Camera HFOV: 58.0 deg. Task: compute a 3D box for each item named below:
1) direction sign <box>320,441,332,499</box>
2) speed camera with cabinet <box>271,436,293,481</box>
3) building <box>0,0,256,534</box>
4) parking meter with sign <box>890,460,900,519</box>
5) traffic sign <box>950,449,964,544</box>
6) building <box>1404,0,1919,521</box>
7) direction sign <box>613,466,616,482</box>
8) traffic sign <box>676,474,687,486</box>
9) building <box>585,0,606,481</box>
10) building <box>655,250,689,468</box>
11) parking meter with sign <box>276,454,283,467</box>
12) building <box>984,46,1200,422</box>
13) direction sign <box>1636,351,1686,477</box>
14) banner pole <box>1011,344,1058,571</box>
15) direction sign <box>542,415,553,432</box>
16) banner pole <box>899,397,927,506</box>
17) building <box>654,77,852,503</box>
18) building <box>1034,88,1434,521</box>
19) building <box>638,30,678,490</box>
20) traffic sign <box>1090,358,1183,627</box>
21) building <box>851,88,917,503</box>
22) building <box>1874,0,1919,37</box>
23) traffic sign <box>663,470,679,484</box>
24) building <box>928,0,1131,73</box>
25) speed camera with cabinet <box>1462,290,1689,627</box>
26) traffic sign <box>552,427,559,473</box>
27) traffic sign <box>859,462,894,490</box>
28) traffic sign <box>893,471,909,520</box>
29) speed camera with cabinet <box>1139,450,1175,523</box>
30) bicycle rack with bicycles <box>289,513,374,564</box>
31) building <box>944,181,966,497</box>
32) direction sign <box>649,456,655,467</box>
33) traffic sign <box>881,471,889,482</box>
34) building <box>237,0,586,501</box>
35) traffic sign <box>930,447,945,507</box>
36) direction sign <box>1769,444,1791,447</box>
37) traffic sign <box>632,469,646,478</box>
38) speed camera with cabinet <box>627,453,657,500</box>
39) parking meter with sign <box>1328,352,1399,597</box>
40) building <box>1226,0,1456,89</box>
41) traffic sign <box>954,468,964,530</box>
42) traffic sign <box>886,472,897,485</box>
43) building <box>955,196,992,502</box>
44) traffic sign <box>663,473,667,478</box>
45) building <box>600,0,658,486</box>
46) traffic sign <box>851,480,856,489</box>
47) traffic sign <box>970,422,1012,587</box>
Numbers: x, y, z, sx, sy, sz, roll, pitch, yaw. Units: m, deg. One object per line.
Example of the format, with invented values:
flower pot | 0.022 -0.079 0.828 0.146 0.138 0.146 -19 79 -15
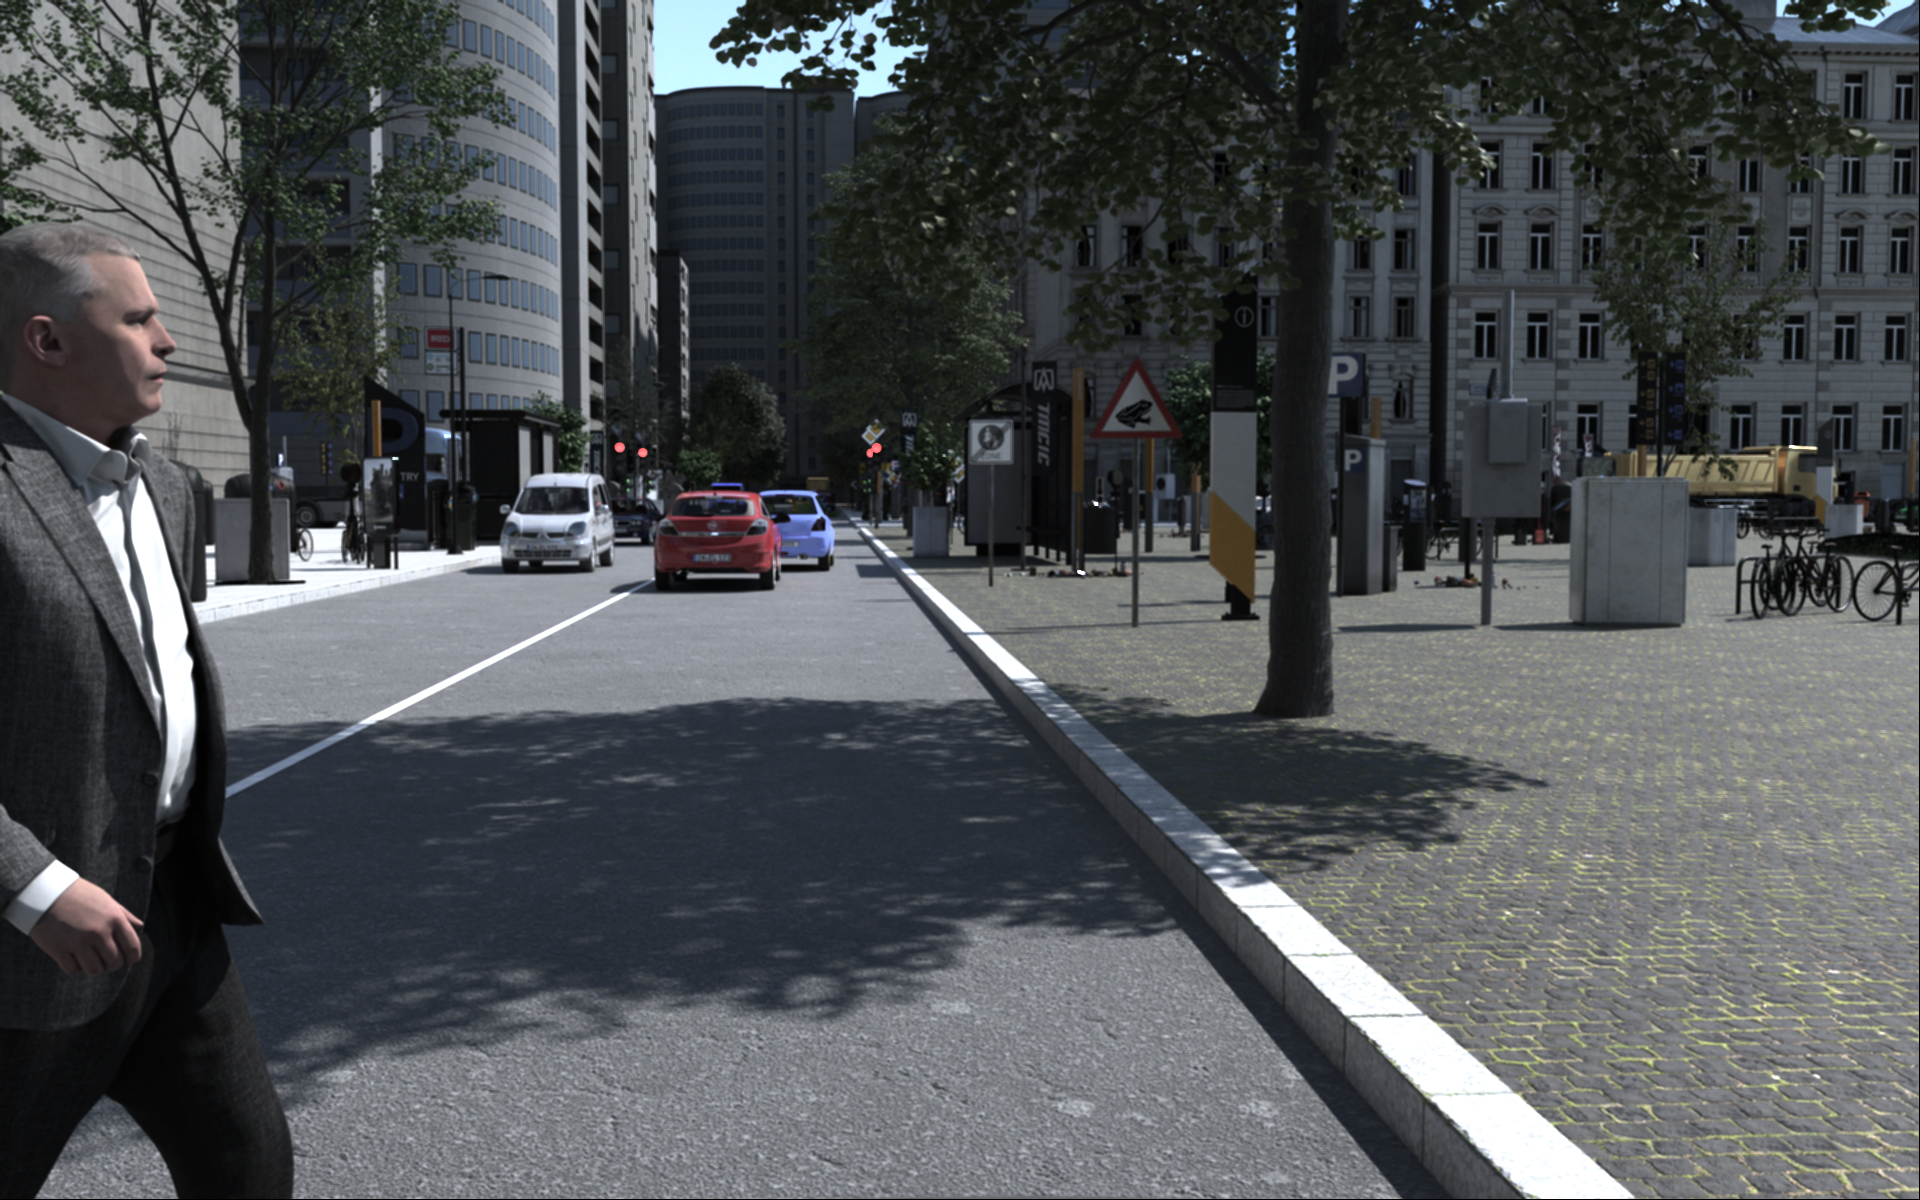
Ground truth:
direction sign | -27.120 -5.027 74.194 0.379 3.537 0.876 1 4 10
speed camera with cabinet | -23.790 -3.988 59.542 2.038 3.252 0.660 2 4 34
building | -42.772 -16.330 43.414 44.131 29.872 17.030 0 4 -4
parking meter with sign | -3.295 -5.627 88.264 0.543 3.016 1.738 0 4 -1
traffic sign | -0.218 -2.629 44.166 0.795 2.450 0.064 0 4 1
building | 34.634 -17.777 87.910 25.104 27.353 12.463 0 4 -4
direction sign | -28.296 -9.168 141.886 0.379 3.537 0.876 -2 4 -27
traffic sign | -17.371 -6.576 107.624 0.768 2.556 0.104 0 4 3
building | -39.056 -30.995 130.478 21.300 48.544 21.600 0 4 -4
building | -39.372 -26.518 205.270 14.107 30.474 14.160 0 4 -4
parking meter with sign | -30.103 -4.794 74.647 1.738 3.016 0.543 0 4 0
building | 9.187 -19.804 111.185 14.401 28.519 23.554 0 4 -4
direction sign | 11.177 -2.183 27.682 0.876 3.537 0.379 -1 4 -17
banner pole | 1.255 -2.372 28.807 0.863 3.779 0.401 2 4 30
direction sign | -11.897 -3.532 49.744 0.379 3.537 0.876 1 4 13
banner pole | -1.143 -3.339 44.613 0.863 3.779 0.401 -1 4 -17
building | -29.220 -43.143 247.391 28.212 58.520 21.231 0 4 -4
building | 13.009 -14.449 85.385 18.267 20.994 9.793 0 4 -4
building | -40.536 -45.460 181.528 20.563 71.187 20.611 0 4 -4
traffic sign | 1.688 -1.017 16.632 0.884 2.594 0.081 0 4 2
building | -0.842 -43.231 248.823 28.212 58.520 21.231 0 4 -4
building | 57.135 -18.609 90.169 20.117 28.700 13.634 0 4 -4
traffic sign | -15.205 -5.557 90.853 0.884 2.594 0.081 0 4 2
building | 7.179 -38.874 177.595 21.231 58.520 28.212 0 4 -4
speed camera with cabinet | 6.019 -1.386 16.989 2.038 3.252 0.660 0 4 7
traffic sign | -12.832 -3.471 50.621 2.265 3.308 0.079 0 4 3
traffic sign | -5.334 -7.170 111.104 2.265 3.308 0.079 0 4 -4
traffic sign | -2.934 -5.339 87.292 0.884 2.594 0.081 0 4 -4
speed camera with cabinet | 8.694 -5.081 77.403 0.660 3.252 2.038 -3 4 -38
bicycle rack with bicycles | -11.860 -1.178 32.650 2.852 0.926 2.925 0 4 -4
building | 5.440 -23.542 156.615 14.160 30.474 14.107 0 4 -4
direction sign | -18.581 -6.874 104.379 0.379 3.537 0.876 -2 4 -34
traffic sign | -4.244 -5.838 95.554 0.768 2.556 0.104 0 4 0
building | -32.496 -33.643 92.067 21.231 58.520 28.212 0 4 -4
traffic sign | -0.705 -2.587 42.397 0.768 2.556 0.104 0 4 5
direction sign | 37.122 -5.304 78.721 0.876 3.537 0.379 -1 4 -12
traffic sign | -16.005 -5.280 86.436 0.768 2.556 0.104 0 4 -3
speed camera with cabinet | -15.455 -5.485 84.011 0.660 3.252 2.038 1 4 18
parking meter with sign | 5.165 -1.586 22.186 0.543 3.016 1.738 2 4 31
building | 45.580 -54.670 206.518 31.000 86.520 22.319 0 4 -4
traffic sign | -0.064 -3.683 61.401 0.795 2.450 0.064 0 4 2
traffic sign | -3.417 -5.413 89.694 0.795 2.450 0.064 0 4 -1
building | 6.196 -20.698 135.670 12.463 27.353 25.104 0 4 -4
traffic sign | -17.624 -6.266 102.547 0.768 2.556 0.104 0 4 2
building | -42.217 -34.767 157.682 28.713 52.752 27.495 0 4 -4
traffic sign | -8.083 -8.152 134.464 0.795 2.450 0.064 0 3 0
traffic sign | 0.429 -1.335 23.960 0.606 2.300 0.079 0 4 1
